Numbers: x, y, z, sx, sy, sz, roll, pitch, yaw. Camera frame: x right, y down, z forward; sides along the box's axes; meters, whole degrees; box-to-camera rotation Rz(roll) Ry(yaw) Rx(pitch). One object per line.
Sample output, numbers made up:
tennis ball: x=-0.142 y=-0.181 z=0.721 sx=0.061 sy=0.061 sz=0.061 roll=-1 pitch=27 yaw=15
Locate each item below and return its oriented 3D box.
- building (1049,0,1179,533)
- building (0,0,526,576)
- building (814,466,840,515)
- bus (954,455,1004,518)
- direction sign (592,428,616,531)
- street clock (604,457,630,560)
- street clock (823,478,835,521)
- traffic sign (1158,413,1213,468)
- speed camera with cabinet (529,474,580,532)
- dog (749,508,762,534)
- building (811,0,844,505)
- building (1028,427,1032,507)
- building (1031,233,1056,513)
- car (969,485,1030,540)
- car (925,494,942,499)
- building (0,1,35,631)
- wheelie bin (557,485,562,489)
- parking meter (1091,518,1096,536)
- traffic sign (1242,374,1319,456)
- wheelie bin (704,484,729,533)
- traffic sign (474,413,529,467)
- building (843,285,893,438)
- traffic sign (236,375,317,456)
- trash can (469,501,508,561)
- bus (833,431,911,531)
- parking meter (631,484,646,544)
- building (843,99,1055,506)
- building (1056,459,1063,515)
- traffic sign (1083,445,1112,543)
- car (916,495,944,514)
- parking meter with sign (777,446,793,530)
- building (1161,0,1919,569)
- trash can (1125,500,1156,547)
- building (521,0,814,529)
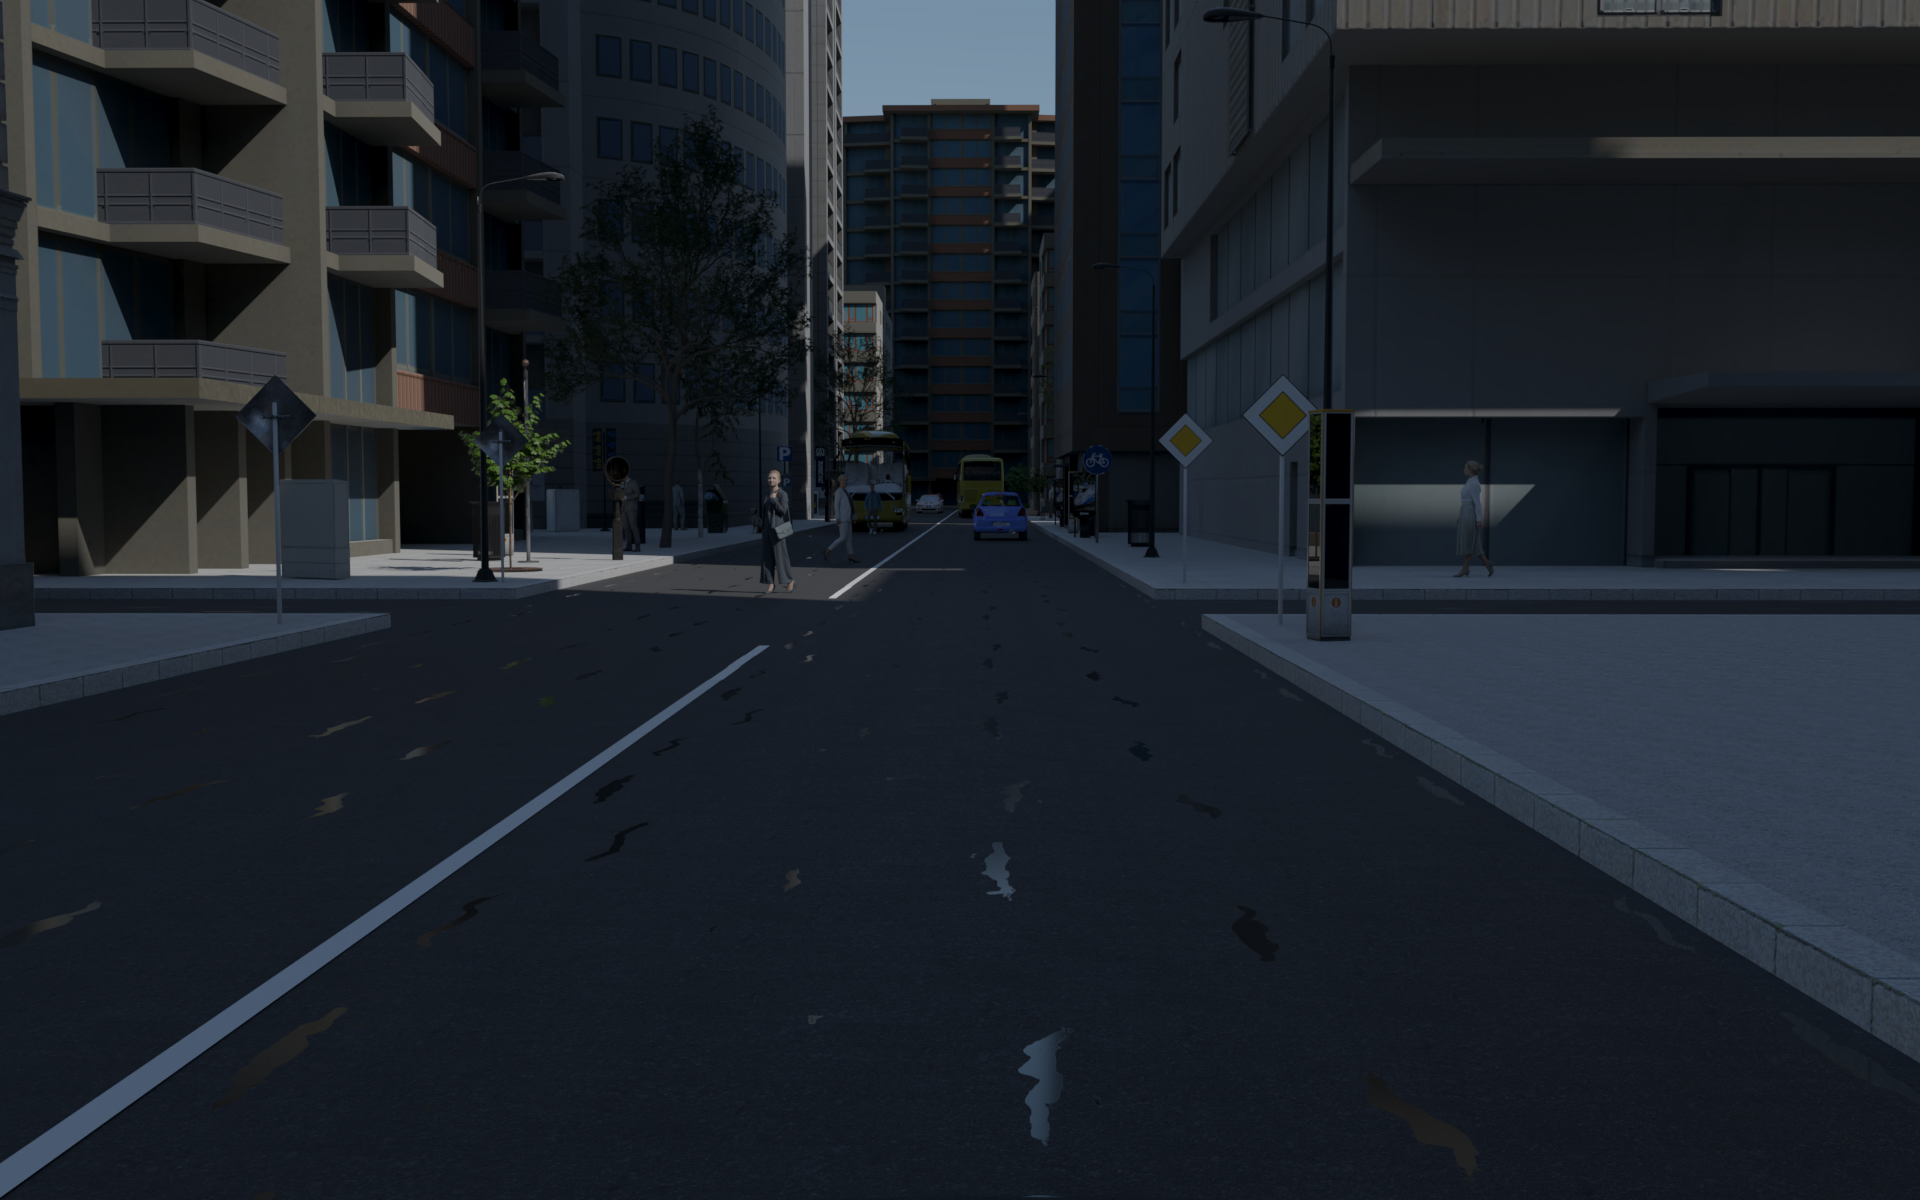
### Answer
building: x=10.673 y=-25.238 z=62.755 sx=14.600 sy=45.320 sz=14.200 roll=0 pitch=4 yaw=1
building: x=-21.809 y=-23.510 z=39.015 sx=22.147 sy=44.769 sz=28.867 roll=0 pitch=4 yaw=1
building: x=-23.630 y=-25.704 z=112.142 sx=32.217 sy=40.220 sz=23.993 roll=0 pitch=4 yaw=1
bus: x=1.169 y=-7.087 z=107.412 sx=2.896 sy=3.916 sz=12.252 roll=0 pitch=4 yaw=-1
direction sign: x=-12.213 y=-4.129 z=59.501 sx=0.876 sy=3.537 sz=0.379 roll=1 pitch=4 yaw=16
street clock: x=-6.643 y=-1.773 z=33.559 sx=0.471 sy=2.002 sz=0.358 roll=-1 pitch=4 yaw=-21
street clock: x=-6.155 y=-4.635 z=80.358 sx=0.358 sy=2.002 sz=0.471 roll=2 pitch=4 yaw=30
traffic sign: x=3.257 y=-1.389 z=24.900 sx=0.795 sy=2.593 sz=0.064 roll=0 pitch=4 yaw=1
speed camera with cabinet: x=-13.914 y=-3.935 z=58.677 sx=0.660 sy=3.252 sz=2.038 roll=3 pitch=5 yaw=44
dog: x=-6.419 y=-2.555 z=56.156 sx=0.800 sy=0.831 sz=0.513 roll=0 pitch=4 yaw=-6
building: x=-17.472 y=-42.569 z=134.251 sx=20.563 sy=71.187 sz=20.611 roll=0 pitch=4 yaw=1
building: x=17.915 y=-51.670 z=157.478 sx=22.319 sy=86.520 sz=31.000 roll=0 pitch=4 yaw=1
building: x=19.534 y=-17.374 z=129.109 sx=27.650 sy=21.520 sz=28.899 roll=0 pitch=4 yaw=1
car: x=1.260 y=-2.764 z=54.783 sx=1.945 sy=1.707 sz=3.694 roll=0 pitch=4 yaw=0
car: x=-2.748 y=-9.742 z=168.327 sx=2.155 sy=1.783 sz=4.494 roll=0 pitch=4 yaw=1
building: x=-17.966 y=-9.938 z=11.630 sx=18.267 sy=20.994 sz=9.793 roll=0 pitch=4 yaw=1
wheelie bin: x=-14.188 y=-3.278 z=61.505 sx=0.693 sy=1.594 sz=0.980 roll=-1 pitch=4 yaw=-18
parking meter: x=3.962 y=-2.726 z=52.975 sx=0.372 sy=1.533 sz=0.369 roll=0 pitch=3 yaw=0
traffic sign: x=3.163 y=-0.901 z=16.915 sx=0.795 sy=2.593 sz=0.064 roll=0 pitch=4 yaw=1
wheelie bin: x=-8.022 y=-2.999 z=56.942 sx=0.693 sy=1.594 sz=0.980 roll=1 pitch=4 yaw=8
traffic sign: x=-6.637 y=-1.397 z=25.036 sx=0.795 sy=2.593 sz=0.064 roll=0 pitch=4 yaw=1
building: x=-21.420 y=-19.366 z=161.666 sx=28.899 sy=21.520 sz=27.650 roll=0 pitch=4 yaw=1
traffic sign: x=-6.731 y=-0.909 z=17.052 sx=0.795 sy=2.593 sz=0.064 roll=0 pitch=4 yaw=1
trash can: x=-9.086 y=-1.330 z=33.395 sx=0.748 sy=1.137 sz=0.748 roll=0 pitch=3 yaw=0
bus: x=-3.365 y=-4.839 z=70.670 sx=2.896 sy=3.916 sz=12.252 roll=0 pitch=4 yaw=-1
parking meter: x=-8.298 y=-2.216 z=44.647 sx=0.372 sy=1.533 sz=0.369 roll=0 pitch=3 yaw=0
building: x=-0.594 y=-33.044 z=194.888 sx=28.867 sy=44.769 sz=22.147 roll=0 pitch=4 yaw=1
building: x=12.955 y=-25.904 z=107.131 sx=14.154 sy=41.232 sz=14.086 roll=0 pitch=4 yaw=1
traffic sign: x=3.588 y=-2.762 z=45.263 sx=0.768 sy=2.556 sz=0.104 roll=1 pitch=4 yaw=9
car: x=-2.221 y=-7.137 z=129.053 sx=2.083 sy=1.381 sz=4.827 roll=0 pitch=4 yaw=2
parking meter with sign: x=-6.295 y=-4.052 z=62.514 sx=0.543 sy=3.016 sz=1.738 roll=0 pitch=4 yaw=-8
building: x=19.072 y=-27.545 z=39.603 sx=27.495 sy=52.752 sz=28.713 roll=0 pitch=4 yaw=1
trash can: x=4.383 y=-1.864 z=42.131 sx=0.748 sy=1.137 sz=0.748 roll=0 pitch=3 yaw=0
building: x=-18.299 y=-32.601 z=75.028 sx=21.231 sy=58.520 sz=28.212 roll=0 pitch=4 yaw=1
